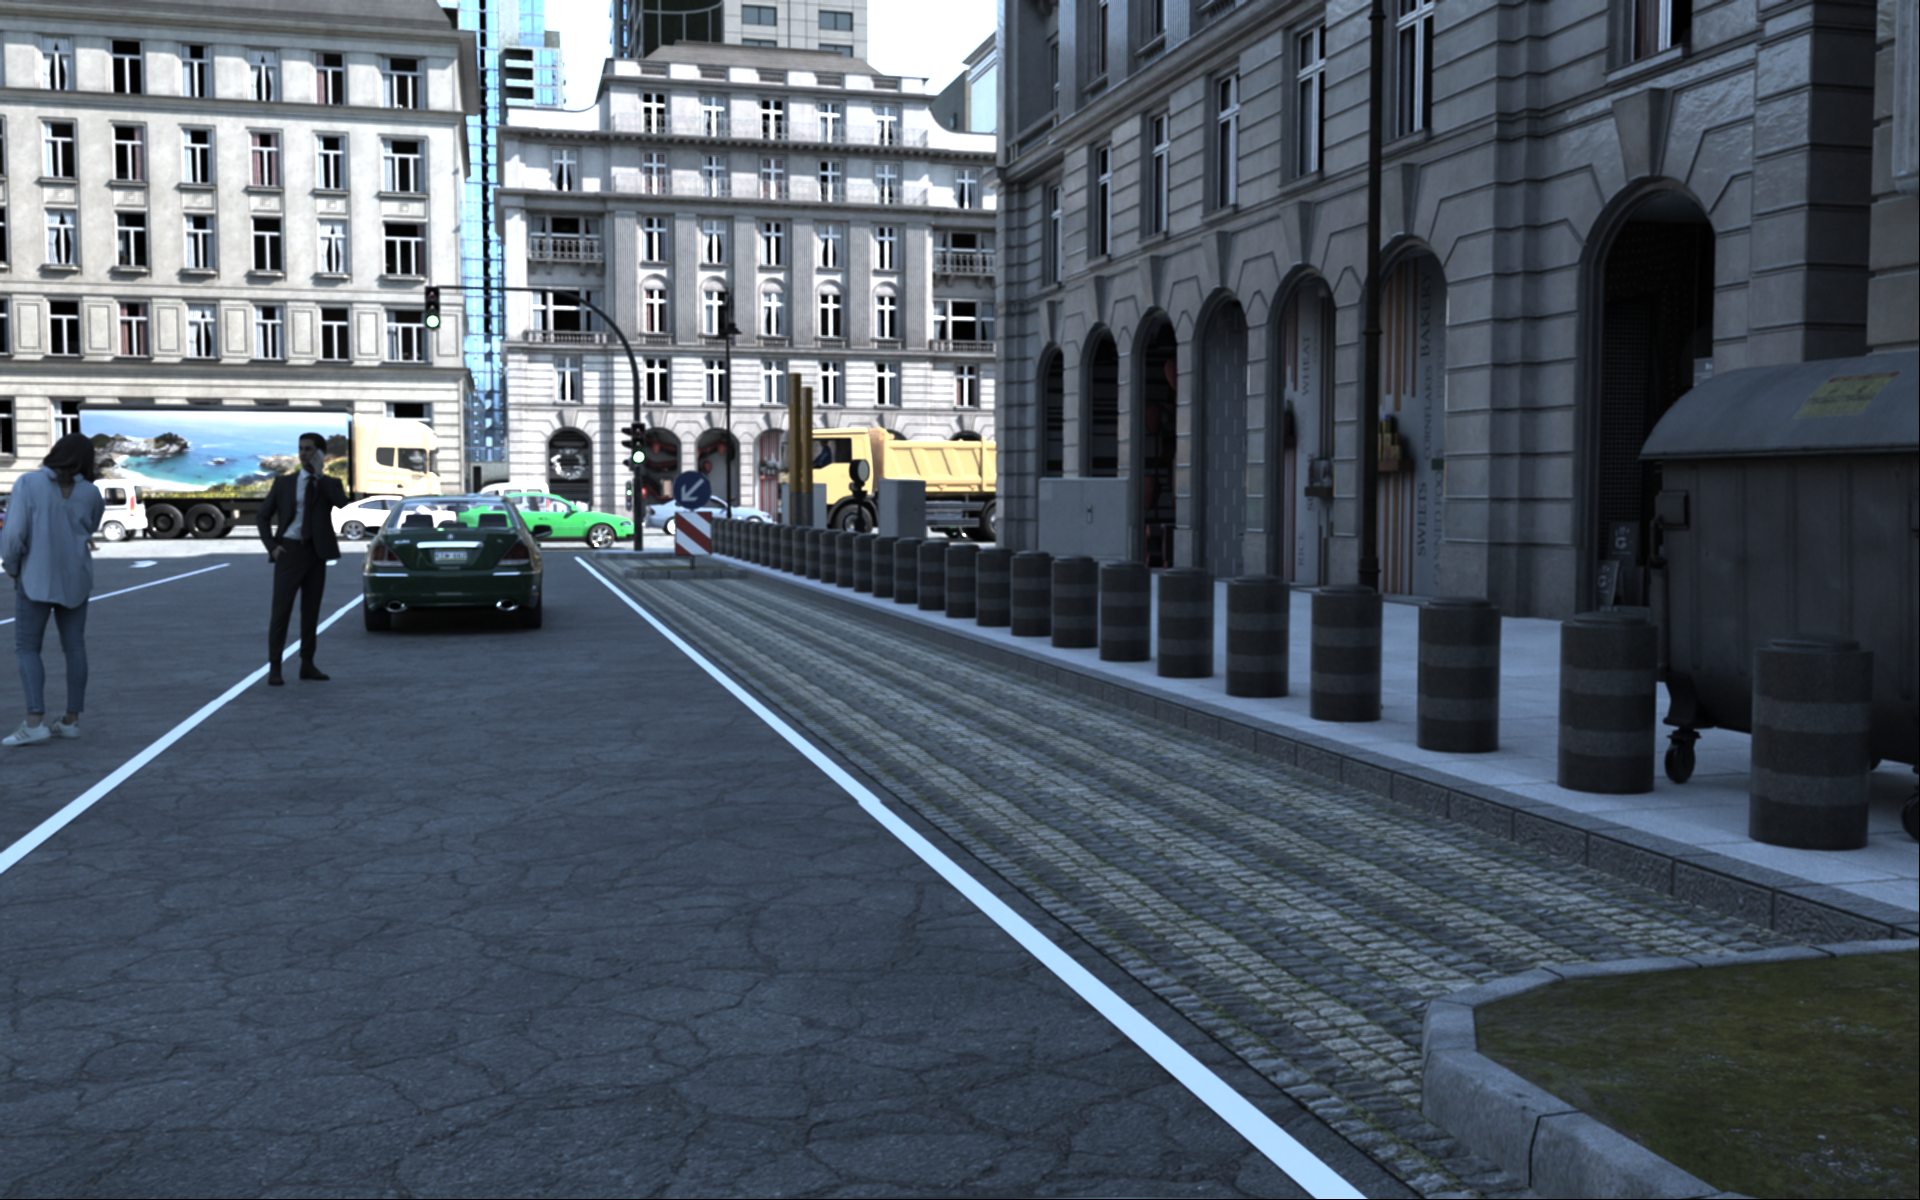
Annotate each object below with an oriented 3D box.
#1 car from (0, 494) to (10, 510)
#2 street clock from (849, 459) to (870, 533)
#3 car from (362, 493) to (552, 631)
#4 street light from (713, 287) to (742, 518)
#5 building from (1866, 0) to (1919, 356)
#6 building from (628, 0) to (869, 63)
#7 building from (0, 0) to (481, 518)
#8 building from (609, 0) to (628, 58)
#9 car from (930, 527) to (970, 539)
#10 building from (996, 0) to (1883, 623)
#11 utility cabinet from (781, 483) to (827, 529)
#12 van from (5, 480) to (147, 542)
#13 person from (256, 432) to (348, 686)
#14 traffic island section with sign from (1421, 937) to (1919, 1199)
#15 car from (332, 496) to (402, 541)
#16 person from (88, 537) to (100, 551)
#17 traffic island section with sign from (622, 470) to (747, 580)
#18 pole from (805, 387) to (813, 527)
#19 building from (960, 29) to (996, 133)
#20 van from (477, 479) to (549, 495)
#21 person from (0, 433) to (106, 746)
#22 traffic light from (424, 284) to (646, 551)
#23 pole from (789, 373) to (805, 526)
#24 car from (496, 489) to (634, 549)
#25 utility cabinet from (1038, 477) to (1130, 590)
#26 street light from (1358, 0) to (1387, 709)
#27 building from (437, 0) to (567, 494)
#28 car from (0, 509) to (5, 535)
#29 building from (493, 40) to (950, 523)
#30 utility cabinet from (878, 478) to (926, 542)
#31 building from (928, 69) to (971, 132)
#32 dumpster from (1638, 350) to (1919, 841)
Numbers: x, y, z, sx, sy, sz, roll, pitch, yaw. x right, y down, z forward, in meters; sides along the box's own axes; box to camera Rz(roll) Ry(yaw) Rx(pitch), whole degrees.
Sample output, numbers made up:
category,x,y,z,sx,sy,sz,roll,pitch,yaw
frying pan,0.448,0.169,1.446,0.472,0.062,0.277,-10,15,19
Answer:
category,x,y,z,sx,sy,sz,roll,pitch,yaw
car,-30.150,-2.639,54.940,4.920,1.459,2.131,-1,4,-15
street clock,-2.079,-1.917,35.918,0.358,2.002,0.471,2,4,30
car,-5.719,-0.485,19.723,2.131,1.459,4.920,-1,4,-14
street light,-5.194,-4.039,38.830,0.468,5.910,1.993,-1,4,-15
building,14.779,-13.322,3.712,13.634,28.700,20.117,-1,4,-15
building,-20.107,-43.629,151.578,20.563,71.187,20.611,-1,4,-15
building,-36.890,-14.921,77.236,30.059,22.955,16.112,-1,4,-15
building,-26.626,-52.805,176.032,22.319,86.520,31.000,-1,4,-15
car,1.330,-2.916,56.471,4.718,1.807,1.959,-1,4,-16
building,9.364,-11.252,25.772,13.314,21.916,24.055,-1,4,-15
utility cabinet,-3.152,-1.608,34.976,0.318,1.500,1.173,2,4,30
van,-26.749,-2.754,52.042,4.112,2.044,2.013,-1,4,-14
person,-5.010,-0.329,13.245,0.648,1.900,0.474,-3,4,-37
traffic island section with sign,2.127,0.298,3.764,1.989,1.847,2.006,-1,4,-15
car,-17.470,-2.550,54.054,4.827,1.381,2.083,-1,4,-16
person,-21.731,-2.097,43.192,0.661,1.777,0.834,1,4,23
traffic island section with sign,-4.791,-1.296,29.819,1.989,1.847,2.006,-1,4,-15
pole,-2.912,-2.400,33.077,0.158,3.312,0.155,0,3,0
building,11.491,-18.579,89.672,20.117,28.700,13.634,-1,4,-15
van,-16.877,-3.408,62.738,4.112,2.044,2.013,-1,4,-16
person,-5.289,-0.082,10.102,0.793,1.790,0.793,0,4,4
traffic light,-9.276,-3.888,38.242,4.771,5.953,1.251,-1,4,-15
pole,-2.785,-2.169,29.307,0.158,3.312,0.155,0,3,0
car,-10.794,-2.213,44.976,4.718,1.807,1.959,-1,4,-16
utility cabinet,1.642,-0.875,22.978,1.173,1.500,0.318,1,4,13
street light,2.441,-2.288,10.199,0.468,5.910,1.993,-1,4,-15
building,-67.050,-56.510,236.615,31.000,86.520,22.319,-1,4,-15
car,-24.340,-1.716,40.638,3.894,1.354,1.945,-1,4,-15
building,-9.781,-14.733,82.687,24.055,21.916,13.314,-1,4,-15
utility cabinet,-0.797,-0.960,24.370,0.318,1.500,1.173,1,4,18
building,8.048,-34.776,192.287,21.600,48.544,21.300,-1,4,-15
dumpster,3.872,-0.082,7.106,1.264,1.857,1.865,-1,4,-15
